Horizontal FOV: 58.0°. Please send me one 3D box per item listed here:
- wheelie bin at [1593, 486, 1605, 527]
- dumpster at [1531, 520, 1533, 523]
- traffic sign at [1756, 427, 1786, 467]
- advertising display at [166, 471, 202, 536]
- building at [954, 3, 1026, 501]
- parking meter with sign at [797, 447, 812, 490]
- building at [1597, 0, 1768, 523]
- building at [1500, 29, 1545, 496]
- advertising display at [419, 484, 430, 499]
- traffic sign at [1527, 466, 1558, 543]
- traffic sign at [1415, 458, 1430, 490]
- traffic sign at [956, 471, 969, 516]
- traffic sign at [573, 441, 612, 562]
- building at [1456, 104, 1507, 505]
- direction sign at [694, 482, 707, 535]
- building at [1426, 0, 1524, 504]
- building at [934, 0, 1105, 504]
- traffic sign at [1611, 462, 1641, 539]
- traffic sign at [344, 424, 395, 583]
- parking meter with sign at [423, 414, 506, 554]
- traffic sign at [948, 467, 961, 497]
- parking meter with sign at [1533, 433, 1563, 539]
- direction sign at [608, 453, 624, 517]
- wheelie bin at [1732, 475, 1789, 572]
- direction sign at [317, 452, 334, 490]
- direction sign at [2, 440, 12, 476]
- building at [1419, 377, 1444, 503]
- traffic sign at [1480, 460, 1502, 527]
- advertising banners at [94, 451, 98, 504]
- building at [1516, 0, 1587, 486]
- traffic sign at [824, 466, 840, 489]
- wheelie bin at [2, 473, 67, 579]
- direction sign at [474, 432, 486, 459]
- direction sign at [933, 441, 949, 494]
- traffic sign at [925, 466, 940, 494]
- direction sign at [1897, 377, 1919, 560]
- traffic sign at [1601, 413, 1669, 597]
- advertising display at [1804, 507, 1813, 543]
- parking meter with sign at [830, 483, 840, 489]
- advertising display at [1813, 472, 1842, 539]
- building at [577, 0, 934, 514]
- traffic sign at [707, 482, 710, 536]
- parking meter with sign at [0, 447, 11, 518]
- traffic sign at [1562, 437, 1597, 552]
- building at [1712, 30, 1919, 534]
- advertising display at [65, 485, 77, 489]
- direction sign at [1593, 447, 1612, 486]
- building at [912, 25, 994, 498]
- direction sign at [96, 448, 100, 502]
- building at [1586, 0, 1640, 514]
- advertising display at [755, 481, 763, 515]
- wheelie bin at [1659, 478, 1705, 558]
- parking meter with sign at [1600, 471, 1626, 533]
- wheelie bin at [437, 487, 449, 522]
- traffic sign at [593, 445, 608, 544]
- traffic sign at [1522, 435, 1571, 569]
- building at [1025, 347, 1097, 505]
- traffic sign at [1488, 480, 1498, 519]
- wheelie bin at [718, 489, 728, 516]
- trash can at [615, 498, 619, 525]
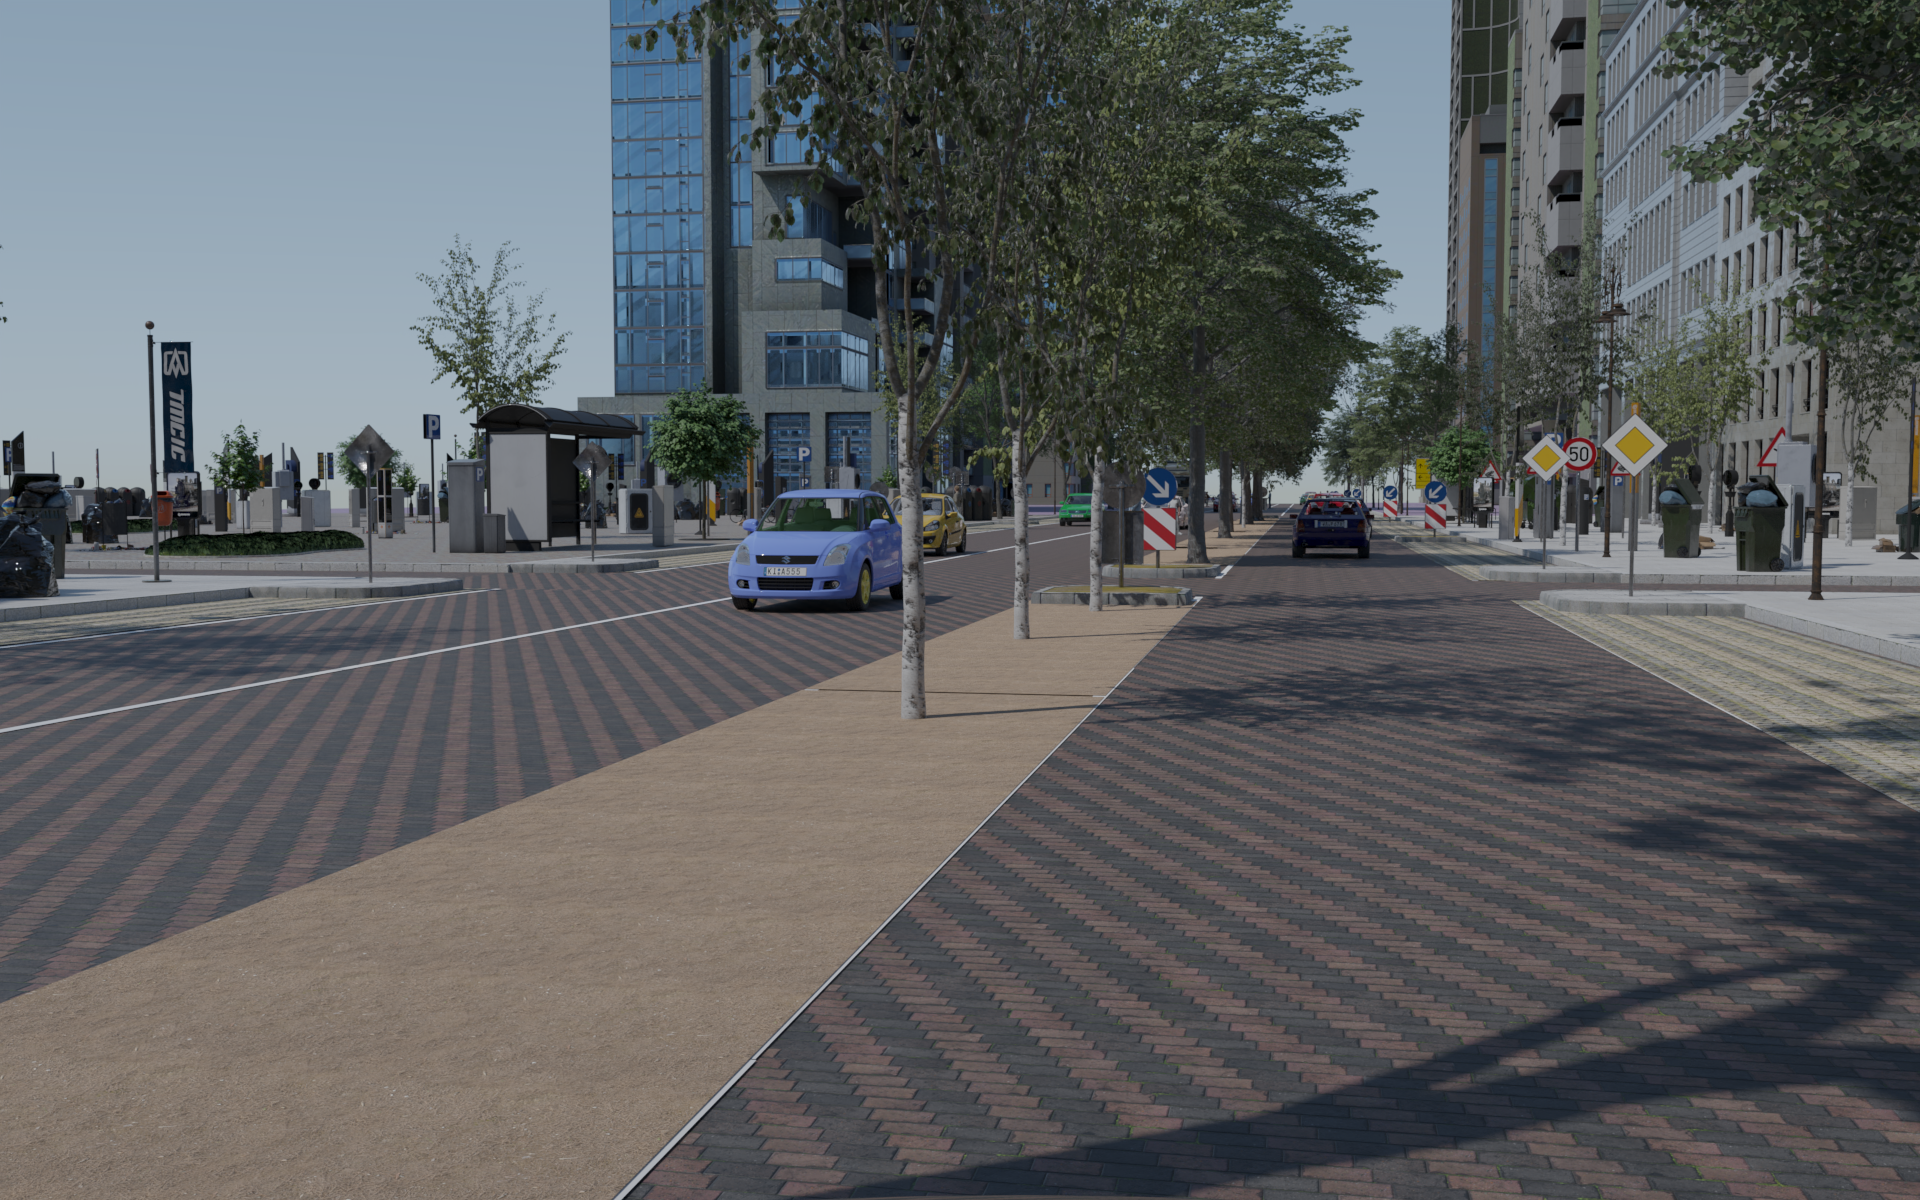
[{"bbox_3d":[24.920,-3.603,66.812,0.980,1.594,0.693,-1,4,-16],"label":"wheelie bin"},{"bbox_3d":[24.566,-4.263,75.459,1.264,1.857,1.865,1,4,11],"label":"dumpster"},{"bbox_3d":[15.887,-2.052,33.559,0.884,2.594,0.081,1,4,14],"label":"traffic sign"},{"bbox_3d":[-21.673,-2.640,48.374,0.974,1.923,0.123,1,4,9],"label":"advertising display"},{"bbox_3d":[-1.851,-31.247,161.005,14.600,45.320,14.200,1,4,11],"label":"building"},{"bbox_3d":[-5.724,-4.179,64.590,0.543,3.016,1.738,0,4,1],"label":"parking meter with sign"},{"bbox_3d":[39.570,-18.795,84.789,11.434,29.767,29.804,1,4,11],"label":"building"},{"bbox_3d":[55.823,-28.838,155.096,14.154,41.232,14.086,1,4,11],"label":"building"},{"bbox_3d":[-32.847,-6.176,106.193,0.123,1.923,0.974,1,4,16],"label":"advertising display"},{"bbox_3d":[15.396,-2.801,45.806,0.884,2.594,0.081,1,4,12],"label":"traffic sign"},{"bbox_3d":[26.638,-6.302,96.905,2.265,3.308,0.079,1,4,14],"label":"traffic sign"},{"bbox_3d":[0.093,-4.615,77.586,0.606,2.300,0.079,1,4,19],"label":"traffic sign"},{"bbox_3d":[-6.964,-1.784,32.811,0.795,2.450,0.064,1,4,11],"label":"traffic sign"},{"bbox_3d":[64.998,-33.586,199.239,14.600,45.320,14.200,1,4,11],"label":"building"},{"bbox_3d":[-8.183,-3.822,54.494,0.379,3.537,0.876,-2,4,-29],"label":"direction sign"},{"bbox_3d":[69.744,-47.528,215.336,20.563,71.187,20.611,1,4,11],"label":"building"},{"bbox_3d":[10.851,-57.070,245.766,22.319,86.520,31.000,1,4,11],"label":"building"},{"bbox_3d":[19.136,-3.054,49.931,0.884,2.594,0.081,1,4,13],"label":"traffic sign"},{"bbox_3d":[-8.517,-1.305,24.978,0.795,2.450,0.064,1,4,11],"label":"traffic sign"},{"bbox_3d":[-10.733,-2.532,37.651,1.738,3.016,0.543,1,4,16],"label":"parking meter with sign"},{"bbox_3d":[-0.271,-4.910,80.380,0.768,2.556,0.104,1,4,19],"label":"traffic sign"},{"bbox_3d":[16.942,-3.293,50.101,0.543,3.016,1.738,0,4,7],"label":"parking meter with sign"},{"bbox_3d":[-19.156,-6.395,96.552,0.876,3.537,0.379,-2,4,-25],"label":"direction sign"},{"bbox_3d":[13.221,-1.268,28.645,0.693,1.594,0.980,0,4,-3],"label":"wheelie bin"},{"bbox_3d":[-34.347,-6.229,93.834,0.876,3.537,0.379,0,4,2],"label":"direction sign"},{"bbox_3d":[-39.923,-4.957,73.050,0.379,3.537,0.876,2,4,25],"label":"direction sign"},{"bbox_3d":[78.998,-24.170,240.211,27.650,21.520,28.899,1,4,11],"label":"building"},{"bbox_3d":[20.315,-4.062,66.411,0.884,2.594,0.081,1,4,20],"label":"traffic sign"},{"bbox_3d":[-34.270,-4.435,68.698,0.090,3.025,2.074,-2,4,-29],"label":"advertising banners"},{"bbox_3d":[58.544,-33.258,133.013,28.713,52.752,27.495,1,4,11],"label":"building"},{"bbox_3d":[-4.737,-3.791,64.118,0.606,2.300,0.079,1,4,14],"label":"traffic sign"},{"bbox_3d":[-13.894,-1.118,26.181,0.693,1.594,0.980,3,5,39],"label":"wheelie bin"},{"bbox_3d":[-17.468,-4.352,63.154,0.379,3.537,0.876,-3,5,-43],"label":"direction sign"},{"bbox_3d":[-0.811,-5.025,74.149,0.876,3.537,0.379,3,4,37],"label":"direction sign"},{"bbox_3d":[-1.166,-4.666,76.388,0.768,2.556,0.104,1,4,14],"label":"traffic sign"},{"bbox_3d":[18.618,-2.563,33.902,0.379,3.537,0.876,2,4,26],"label":"direction sign"},{"bbox_3d":[8.395,-1.099,21.616,0.795,2.450,0.064,1,4,11],"label":"traffic sign"},{"bbox_3d":[21.934,-2.462,45.475,0.974,1.923,0.123,-2,4,-29],"label":"advertising display"},{"bbox_3d":[-6.306,-5.676,89.056,0.543,3.016,1.738,-3,5,-43],"label":"parking meter with sign"},{"bbox_3d":[24.955,-2.746,50.114,0.974,1.923,0.123,2,4,25],"label":"advertising display"},{"bbox_3d":[-12.589,-49.649,124.437,22.319,86.520,31.000,1,4,11],"label":"building"},{"bbox_3d":[-7.649,-3.210,52.586,0.768,2.556,0.104,1,4,16],"label":"traffic sign"},{"bbox_3d":[-36.279,-4.186,64.708,1.738,3.016,0.543,0,4,5],"label":"parking meter with sign"},{"bbox_3d":[13.787,-2.357,38.635,0.768,2.556,0.104,1,4,18],"label":"traffic sign"},{"bbox_3d":[34.489,-12.661,61.763,10.420,20.320,16.860,1,4,11],"label":"building"},{"bbox_3d":[-61.514,-7.024,120.054,0.123,1.923,0.974,3,5,40],"label":"advertising display"},{"bbox_3d":[31.015,-5.606,83.655,0.876,3.537,0.379,0,4,-6],"label":"direction sign"},{"bbox_3d":[-5.219,-28.368,147.405,14.154,41.232,14.086,1,4,11],"label":"building"},{"bbox_3d":[-42.857,-5.759,86.160,0.379,3.537,0.876,-2,4,-30],"label":"direction sign"},{"bbox_3d":[48.204,-26.329,114.072,14.154,41.232,14.086,1,4,11],"label":"building"},{"bbox_3d":[-9.973,-4.940,85.983,0.123,1.923,0.974,1,4,11],"label":"advertising display"},{"bbox_3d":[14.498,-1.649,34.861,0.980,1.594,0.693,-3,5,-44],"label":"wheelie bin"},{"bbox_3d":[21.701,-3.739,57.387,0.543,3.016,1.738,0,4,0],"label":"parking meter with sign"},{"bbox_3d":[-23.544,-4.370,79.354,0.693,1.594,0.980,0,4,1],"label":"wheelie bin"},{"bbox_3d":[-9.373,-2.709,44.401,0.768,2.556,0.104,1,4,15],"label":"traffic sign"},{"bbox_3d":[9.948,-1.578,29.449,0.795,2.450,0.064,1,4,11],"label":"traffic sign"},{"bbox_3d":[2.255,-22.859,218.777,27.650,21.520,28.899,1,4,11],"label":"building"},{"bbox_3d":[25.554,-5.119,83.702,0.884,2.594,0.081,1,4,20],"label":"traffic sign"},{"bbox_3d":[-14.288,-5.815,102.988,0.980,1.594,0.693,0,4,-2],"label":"wheelie bin"},{"bbox_3d":[-13.377,-3.508,69.008,0.748,1.137,0.748,0,3,0],"label":"trash can"}]
